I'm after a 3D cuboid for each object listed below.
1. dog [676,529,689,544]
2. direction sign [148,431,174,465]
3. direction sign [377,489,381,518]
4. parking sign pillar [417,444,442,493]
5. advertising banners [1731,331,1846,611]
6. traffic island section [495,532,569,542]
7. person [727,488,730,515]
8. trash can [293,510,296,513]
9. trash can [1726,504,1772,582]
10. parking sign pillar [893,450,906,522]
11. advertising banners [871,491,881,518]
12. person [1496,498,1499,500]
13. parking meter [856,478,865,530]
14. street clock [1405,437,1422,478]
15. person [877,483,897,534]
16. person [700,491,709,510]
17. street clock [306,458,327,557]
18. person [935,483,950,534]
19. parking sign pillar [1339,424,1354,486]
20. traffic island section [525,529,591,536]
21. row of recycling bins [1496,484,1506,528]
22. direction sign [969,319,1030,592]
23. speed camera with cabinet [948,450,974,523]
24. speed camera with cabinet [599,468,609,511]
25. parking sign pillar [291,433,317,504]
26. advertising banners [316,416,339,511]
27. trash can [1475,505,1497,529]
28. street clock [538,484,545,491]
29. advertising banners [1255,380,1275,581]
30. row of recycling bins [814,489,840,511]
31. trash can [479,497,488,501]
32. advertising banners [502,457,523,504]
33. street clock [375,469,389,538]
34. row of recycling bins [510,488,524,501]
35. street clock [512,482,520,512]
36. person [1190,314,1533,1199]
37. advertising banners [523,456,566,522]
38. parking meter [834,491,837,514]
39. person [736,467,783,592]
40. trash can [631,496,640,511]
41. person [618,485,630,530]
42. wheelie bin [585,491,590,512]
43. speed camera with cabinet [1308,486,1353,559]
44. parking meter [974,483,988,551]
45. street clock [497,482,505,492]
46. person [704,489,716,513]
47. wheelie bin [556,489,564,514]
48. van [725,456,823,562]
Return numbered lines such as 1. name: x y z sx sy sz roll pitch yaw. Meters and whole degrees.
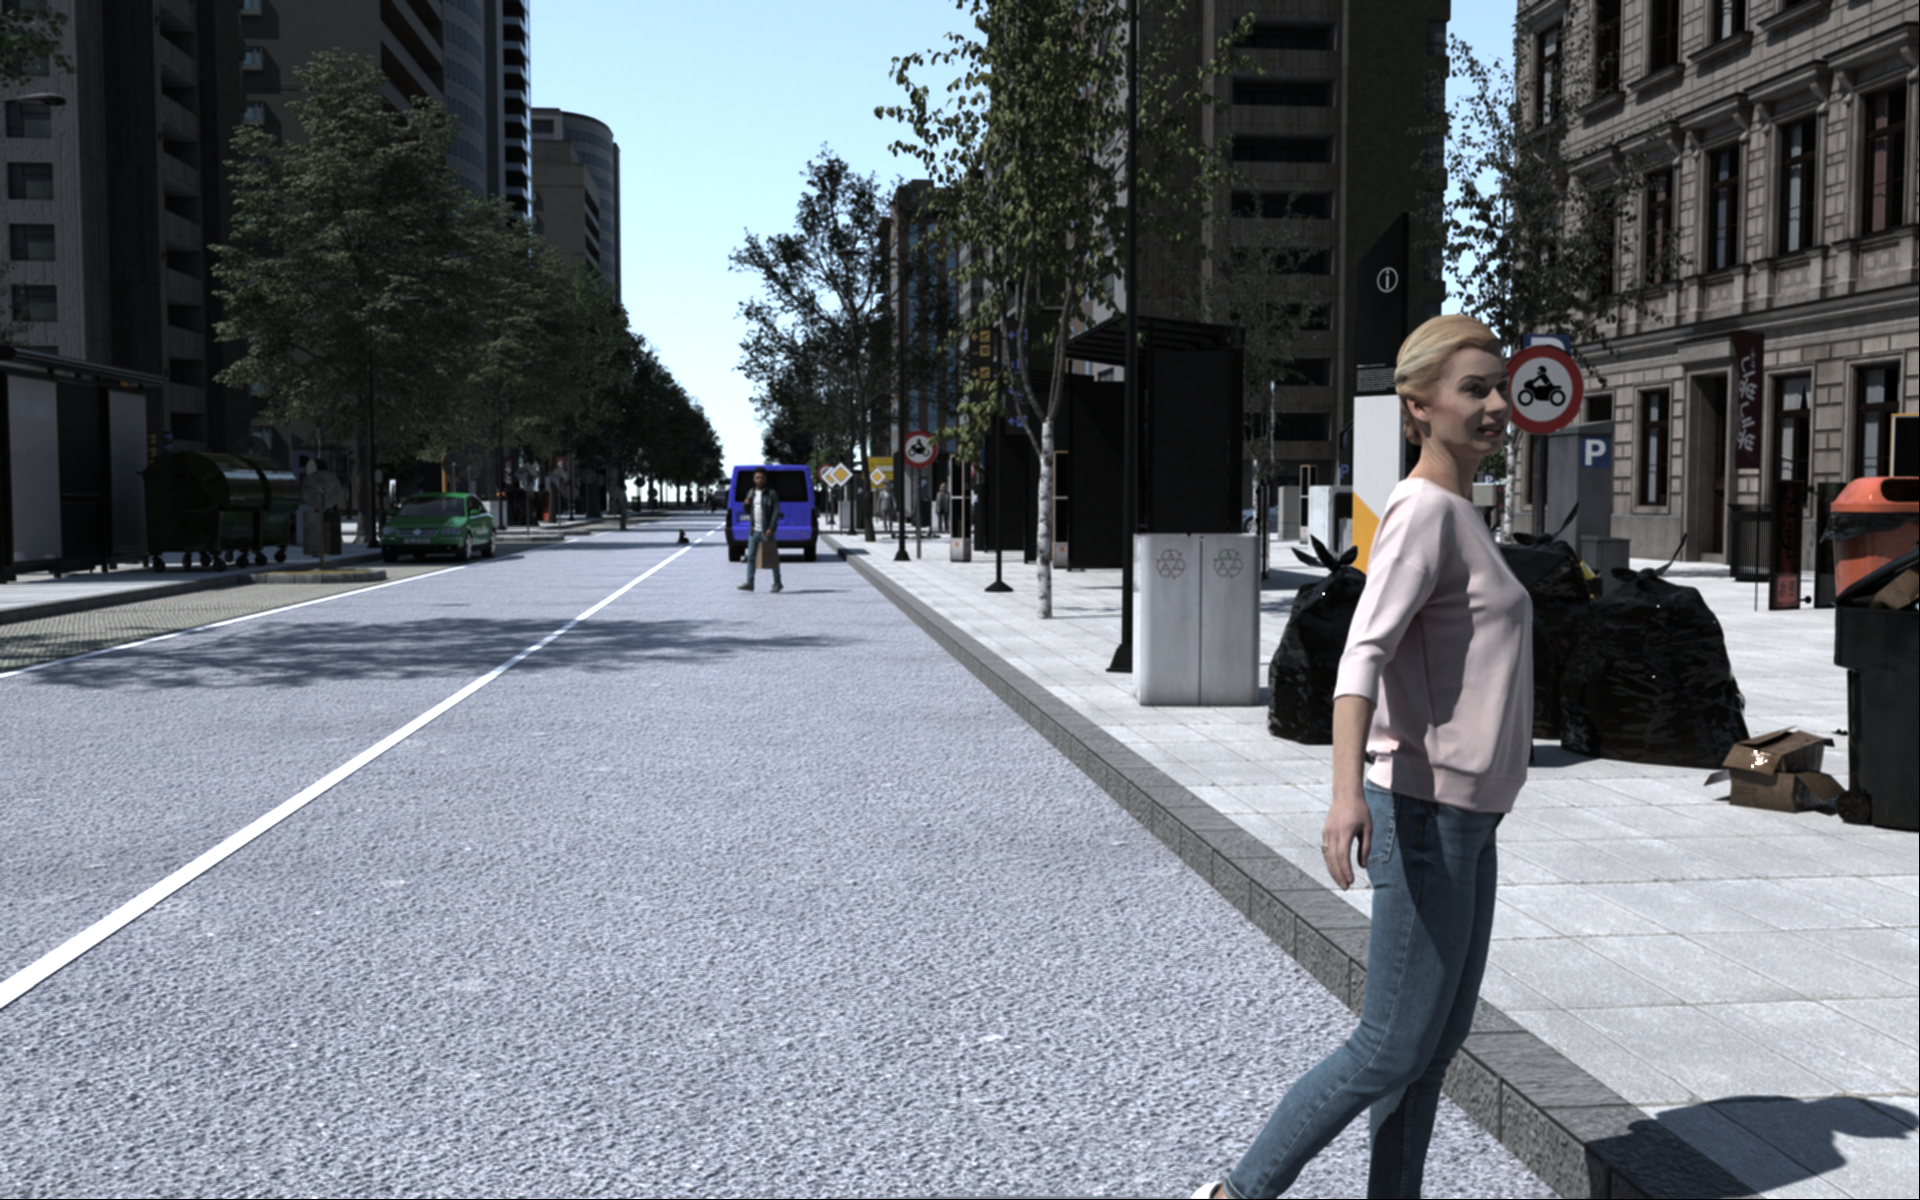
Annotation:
1. dog: -8.121 -1.845 50.366 0.550 0.427 0.748 1 4 13
2. direction sign: -28.714 -4.297 62.254 0.876 3.537 0.379 -1 4 -17
3. direction sign: -31.087 -6.165 92.789 0.379 3.537 0.876 -2 4 -30
4. parking sign pillar: -29.237 -6.591 96.242 1.447 3.967 1.447 1 4 10
5. advertising banners: 9.168 -1.403 19.124 2.074 3.025 0.090 -2 4 -28
6. traffic island section: -13.220 -1.876 52.945 2.009 0.180 2.903 0 4 -6
7. person: -15.201 -6.486 114.739 0.583 1.804 0.606 -2 4 -35
8. trash can: -19.163 -2.297 49.208 0.748 1.137 0.748 0 3 0
9. trash can: 11.618 -0.839 25.367 0.748 1.137 0.748 0 3 0
10. parking sign pillar: -2.358 -5.521 78.745 1.447 3.967 1.447 1 4 20
11. advertising banners: -3.803 -6.164 96.962 2.074 3.025 0.090 -1 4 -17
12. person: 19.037 -3.277 62.248 0.590 1.801 0.661 1 4 15
13. parking meter: -3.532 -3.474 62.508 0.399 1.863 0.255 2 4 26
14. street clock: 4.506 -0.769 17.142 0.471 2.002 0.358 -3 5 -41
15. person: -2.512 -3.124 59.698 0.709 1.813 0.853 0 4 -3
16. person: -22.959 -9.053 157.227 1.217 1.735 0.721 0 4 6
17. street clock: -13.091 -1.878 35.273 0.471 2.002 0.358 3 5 41
18. person: -0.464 -2.975 57.324 0.709 1.800 0.728 1 4 9
19. parking sign pillar: 11.389 -3.710 49.130 1.447 3.967 1.447 -2 4 -31
20. traffic island section: -14.091 -2.361 60.883 2.009 0.180 2.903 0 4 -6
21. row of recycling bins: 20.631 -3.631 66.473 1.069 1.692 3.534 -3 5 -39
22. direction sign: 0.513 -1.880 22.740 0.876 3.537 0.379 2 4 27
23. speed camera with cabinet: 0.494 -5.074 77.295 2.038 3.252 0.660 2 4 33
24. speed camera with cabinet: -26.754 -8.413 131.890 2.038 3.252 0.660 2 4 26
25. parking sign pillar: -28.697 -5.363 76.149 1.447 3.967 1.447 0 4 -7
26. advertising banners: -14.001 -2.576 38.306 0.090 3.025 2.074 -2 4 -31
27. trash can: 6.256 -0.600 21.465 0.748 1.137 0.748 0 3 0
28. street clock: -29.149 -7.104 120.716 0.471 2.002 0.358 -2 4 -33
29. advertising banners: 4.614 -1.829 26.091 0.090 3.025 2.074 1 4 16
30. row of recycling bins: -10.775 -7.647 132.135 3.534 1.692 1.069 -1 4 -10
31. trash can: -21.388 -4.105 78.771 0.748 1.137 0.748 0 3 0
32. advertising banners: -20.557 -5.238 81.834 2.074 3.025 0.090 -1 4 -20
33. street clock: -16.767 -2.794 50.246 0.471 2.002 0.358 3 5 39
34. row of recycling bins: -29.613 -6.642 115.705 3.534 1.692 1.069 3 5 42
35. street clock: -25.907 -5.900 101.040 0.358 2.002 0.471 2 4 26
36. person: 0.682 0.378 2.985 0.598 1.740 0.731 1 4 13
37. advertising banners: -19.263 -5.164 80.612 2.074 3.025 0.090 1 4 15
38. parking meter: -8.022 -6.231 110.287 0.372 1.533 0.369 0 3 0
39. person: -2.831 -1.010 24.994 0.794 1.824 0.713 3 5 44
40. trash can: -24.367 -7.252 130.228 0.748 1.137 0.748 0 3 0
41. person: -13.387 -3.688 68.901 0.391 1.810 0.635 -1 4 -19
42. wheelie bin: -26.060 -6.990 122.197 0.693 1.594 0.980 0 4 1
43. speed camera with cabinet: 7.882 -2.469 34.697 2.038 3.252 0.660 -3 4 -37
44. parking meter: 0.499 -1.880 39.157 0.372 1.533 0.369 0 3 0
45. street clock: -27.069 -5.971 102.189 0.358 2.002 0.471 2 4 33
46. person: -19.141 -7.595 132.643 0.822 1.834 0.622 1 4 12
47. wheelie bin: -26.011 -6.349 111.713 0.980 1.594 0.693 3 4 39
48. van: -4.154 -2.088 38.517 2.240 2.365 5.245 0 4 -5
